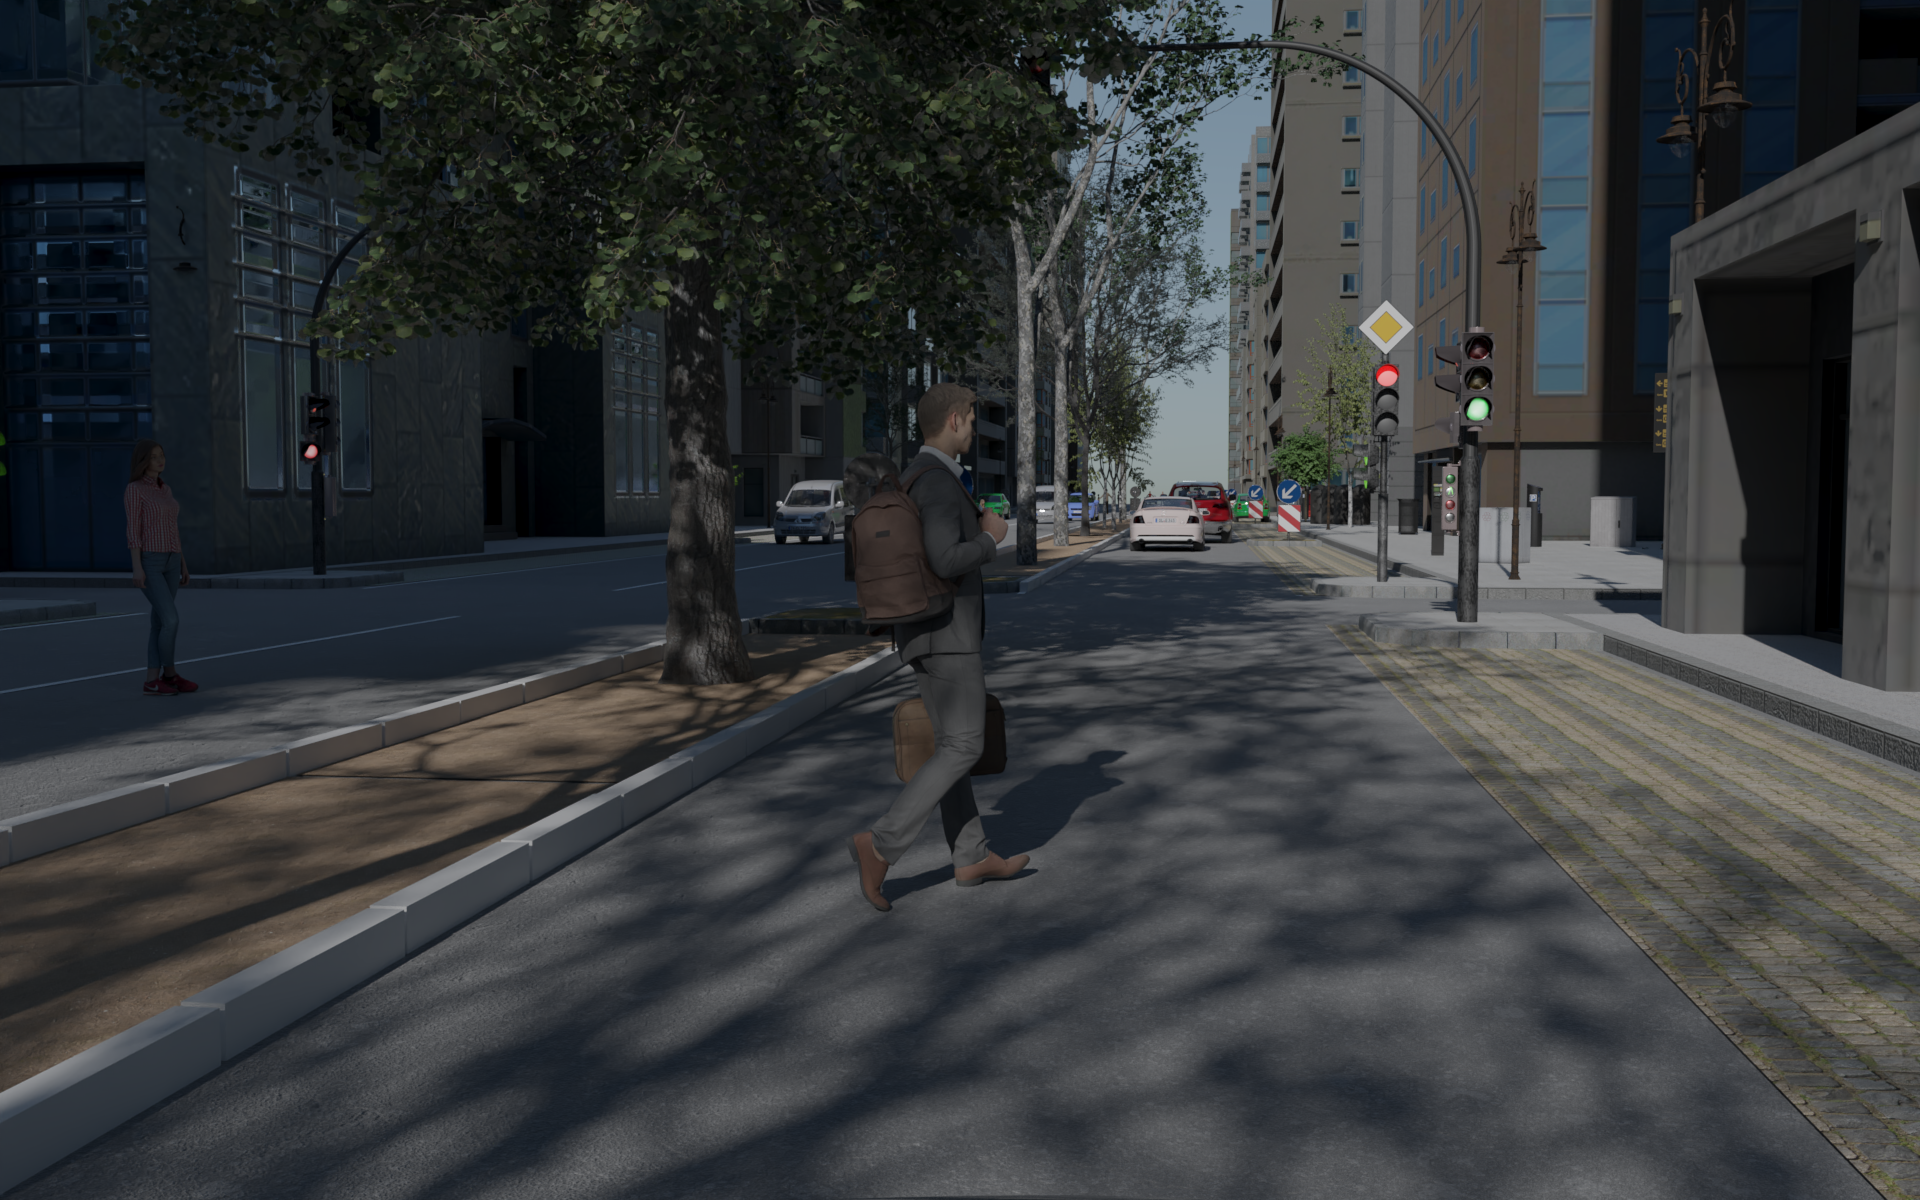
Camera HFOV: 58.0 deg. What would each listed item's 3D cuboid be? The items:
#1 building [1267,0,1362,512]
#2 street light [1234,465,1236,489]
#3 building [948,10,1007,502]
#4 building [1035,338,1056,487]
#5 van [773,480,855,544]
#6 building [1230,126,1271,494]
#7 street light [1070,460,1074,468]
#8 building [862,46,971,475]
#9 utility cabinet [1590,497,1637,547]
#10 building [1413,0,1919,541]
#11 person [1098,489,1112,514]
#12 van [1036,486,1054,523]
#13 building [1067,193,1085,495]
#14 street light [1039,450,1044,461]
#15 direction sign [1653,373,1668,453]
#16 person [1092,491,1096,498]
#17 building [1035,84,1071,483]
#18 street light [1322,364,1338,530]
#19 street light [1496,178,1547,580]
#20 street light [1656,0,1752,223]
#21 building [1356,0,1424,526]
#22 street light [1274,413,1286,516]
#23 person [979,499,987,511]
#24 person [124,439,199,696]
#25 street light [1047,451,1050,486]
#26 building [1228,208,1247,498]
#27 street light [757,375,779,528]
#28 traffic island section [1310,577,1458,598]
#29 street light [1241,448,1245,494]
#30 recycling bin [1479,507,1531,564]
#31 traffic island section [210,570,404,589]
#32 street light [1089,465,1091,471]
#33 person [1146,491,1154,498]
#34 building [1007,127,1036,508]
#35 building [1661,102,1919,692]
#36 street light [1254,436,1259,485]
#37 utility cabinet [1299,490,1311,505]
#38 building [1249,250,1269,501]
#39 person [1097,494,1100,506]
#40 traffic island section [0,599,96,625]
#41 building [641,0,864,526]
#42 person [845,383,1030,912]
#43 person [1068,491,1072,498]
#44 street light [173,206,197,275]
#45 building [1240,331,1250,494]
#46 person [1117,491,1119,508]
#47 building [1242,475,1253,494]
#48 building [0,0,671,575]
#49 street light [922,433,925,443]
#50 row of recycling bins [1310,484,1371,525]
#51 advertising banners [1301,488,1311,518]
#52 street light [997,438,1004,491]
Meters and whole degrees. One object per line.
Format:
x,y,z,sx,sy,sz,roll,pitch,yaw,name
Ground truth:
30.887,-29.720,109.626,21.300,48.544,21.600,0,4,8,building
34.995,-15.163,220.696,0.468,5.910,1.993,0,4,8,street light
-7.816,-31.845,144.362,21.300,48.544,21.600,0,4,8,building
-2.729,-21.790,201.302,27.650,21.520,28.899,0,4,8,building
-4.248,-2.679,50.814,2.013,2.044,4.112,1,4,9,van
47.598,-37.078,225.832,23.786,49.044,30.456,0,4,8,building
14.393,-15.263,222.335,0.468,5.910,1.993,0,4,8,street light
-12.103,-30.495,118.205,23.786,49.044,30.456,0,4,8,building
15.886,-1.894,42.124,1.020,1.237,0.306,3,5,41,utility cabinet
21.878,-24.584,52.068,14.600,45.320,14.200,0,4,8,building
10.316,-6.973,122.513,1.348,1.823,0.705,-2,4,-27,person
4.208,-4.720,84.186,2.013,2.044,4.112,1,4,9,van
10.533,-36.620,248.840,14.600,45.320,14.200,0,4,8,building
8.277,-12.478,176.801,0.468,5.910,1.993,0,4,8,street light
13.403,-2.467,32.326,0.876,3.537,0.379,2,4,29,direction sign
14.465,-11.058,190.024,1.217,1.735,0.721,-3,4,-37,person
0.449,-39.128,228.985,28.713,52.752,27.495,0,4,8,building
13.213,-5.455,61.969,0.468,5.910,1.993,0,4,8,street light
8.316,-3.242,25.792,0.468,5.910,1.993,0,4,8,street light
7.083,-2.683,16.648,0.468,5.910,1.993,0,4,8,street light
29.445,-32.909,80.056,21.231,58.520,28.212,0,4,8,building
18.841,-7.936,102.541,0.468,5.910,1.993,0,4,8,street light
1.361,-4.818,92.779,0.738,1.151,1.012,3,4,39,person
-5.708,-0.232,12.309,0.388,1.821,0.555,0,4,1,person
9.517,-13.050,186.155,0.468,5.910,1.993,0,4,8,street light
45.713,-34.567,248.763,14.154,41.232,14.086,0,4,8,building
-7.238,-5.666,65.424,0.468,5.910,1.993,0,4,8,street light
6.189,-0.185,25.310,2.009,0.180,2.903,0,4,8,traffic island section
30.134,-12.950,184.515,0.468,5.910,1.993,0,4,8,street light
10.150,-1.206,32.273,0.722,1.027,0.722,3,5,43,recycling bin
-10.200,-0.322,27.547,2.009,0.180,2.903,0,4,8,traffic island section
19.396,-17.487,258.695,0.468,5.910,1.993,0,4,8,street light
25.526,-13.704,232.501,1.348,1.831,0.705,-2,4,-28,person
-0.496,-29.302,162.681,14.154,41.232,14.086,0,4,8,building
15.467,-34.537,2.938,20.563,71.187,20.611,0,4,8,building
23.717,-10.149,138.721,0.468,5.910,1.993,0,4,8,street light
19.587,-5.433,97.504,1.173,1.500,0.318,2,4,27,utility cabinet
37.280,-17.741,135.097,27.650,21.520,28.899,0,4,8,building
13.211,-9.402,165.477,0.557,1.426,1.065,1,4,10,person
-11.282,0.162,19.635,2.009,0.180,2.903,0,4,8,traffic island section
-12.191,-23.794,72.634,14.154,41.232,14.086,0,4,8,building
-0.098,0.138,6.213,0.822,1.834,0.622,-2,4,-29,person
11.256,-10.279,177.224,0.621,1.740,0.551,1,4,11,person
-12.067,-3.385,28.133,0.468,5.910,1.993,0,4,8,street light
46.127,-21.465,195.986,27.650,21.520,28.899,0,4,8,building
15.892,-10.099,174.446,0.721,1.723,1.217,0,4,6,person
42.770,-28.657,160.419,32.217,40.220,23.993,0,4,8,building
-20.774,-44.586,41.652,22.319,86.520,31.000,0,4,8,building
-1.777,-8.012,103.778,0.468,5.910,1.993,0,4,8,street light
16.062,-4.046,73.271,1.069,1.692,3.534,-2,4,-26,row of recycling bins
19.220,-6.022,94.653,2.074,3.025,0.090,3,5,42,advertising banners
3.259,-10.264,140.609,0.468,5.910,1.993,0,4,8,street light
